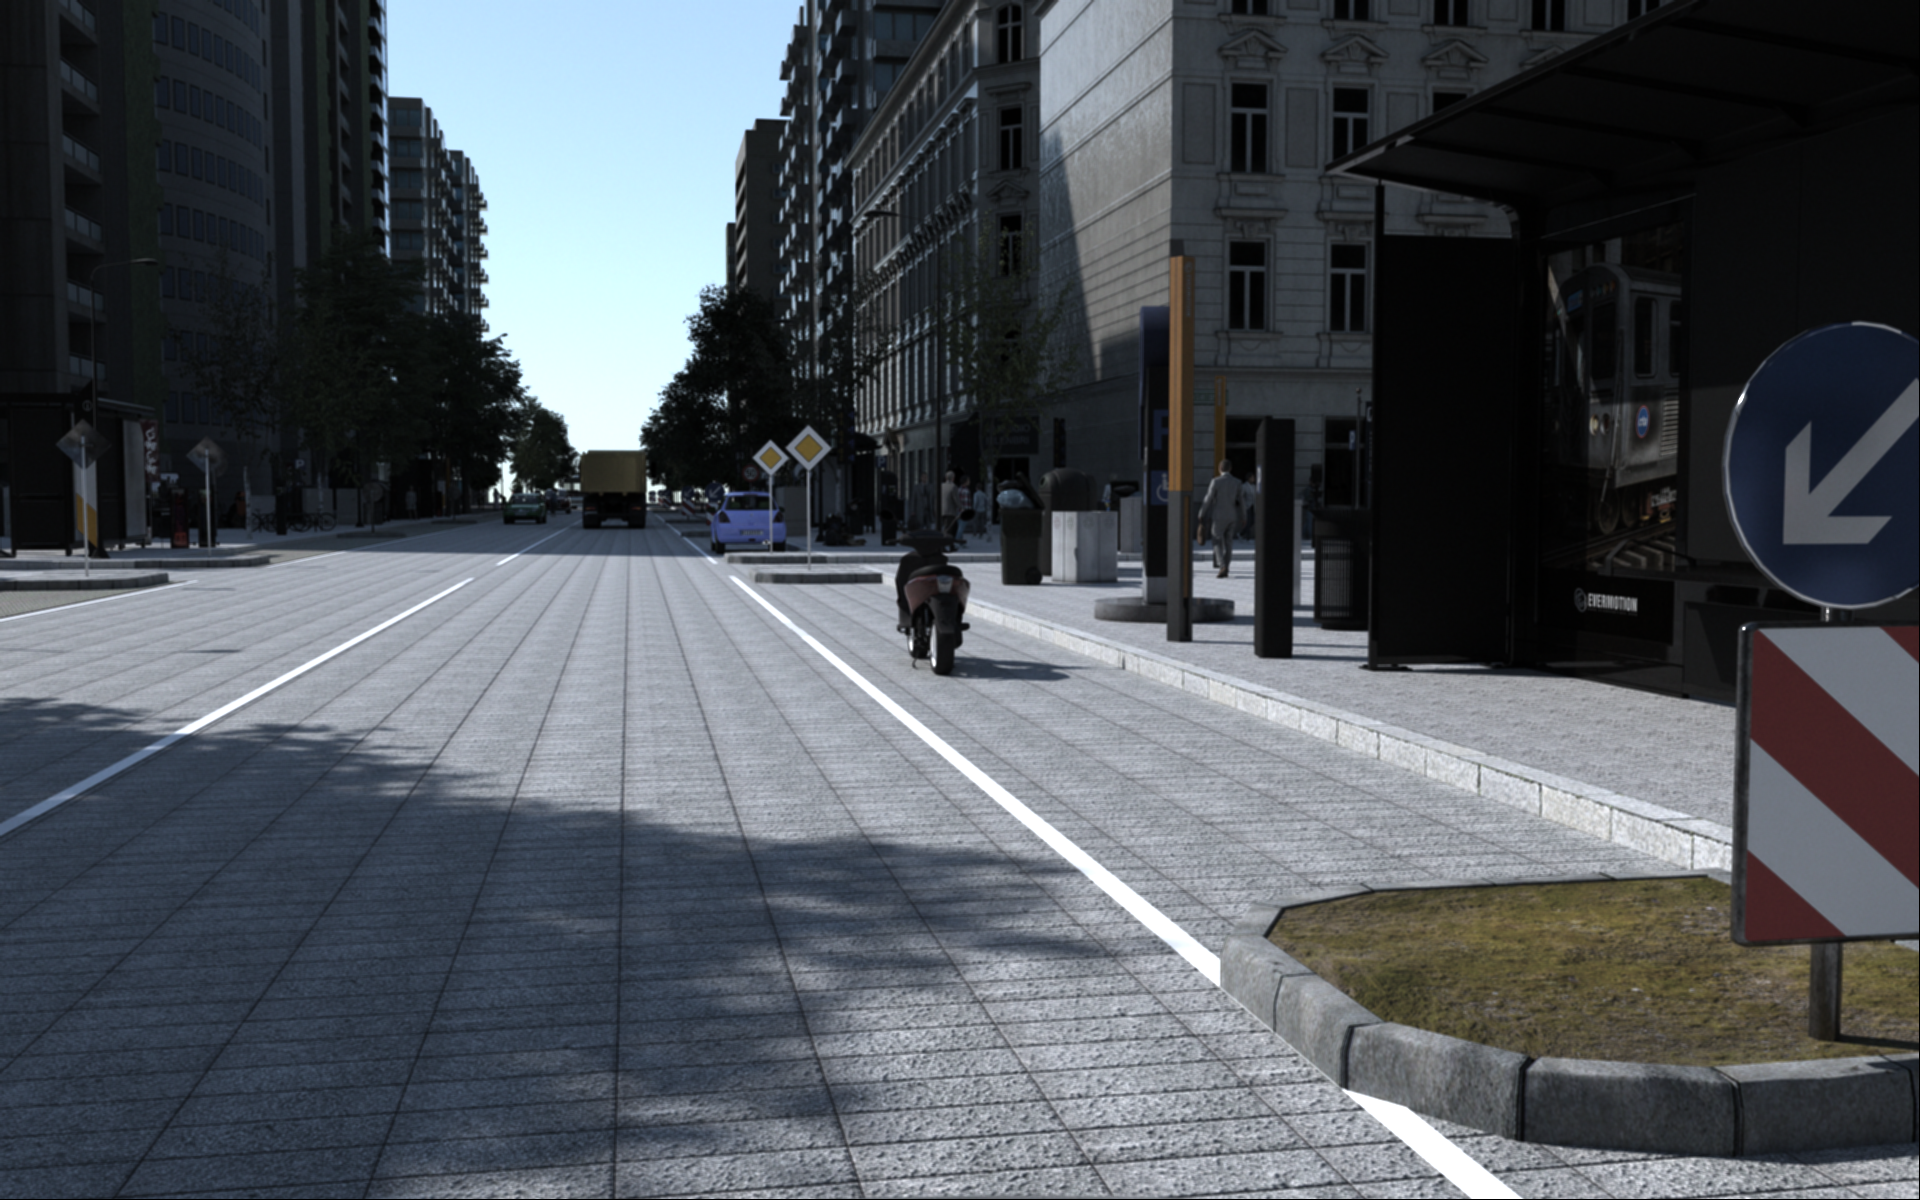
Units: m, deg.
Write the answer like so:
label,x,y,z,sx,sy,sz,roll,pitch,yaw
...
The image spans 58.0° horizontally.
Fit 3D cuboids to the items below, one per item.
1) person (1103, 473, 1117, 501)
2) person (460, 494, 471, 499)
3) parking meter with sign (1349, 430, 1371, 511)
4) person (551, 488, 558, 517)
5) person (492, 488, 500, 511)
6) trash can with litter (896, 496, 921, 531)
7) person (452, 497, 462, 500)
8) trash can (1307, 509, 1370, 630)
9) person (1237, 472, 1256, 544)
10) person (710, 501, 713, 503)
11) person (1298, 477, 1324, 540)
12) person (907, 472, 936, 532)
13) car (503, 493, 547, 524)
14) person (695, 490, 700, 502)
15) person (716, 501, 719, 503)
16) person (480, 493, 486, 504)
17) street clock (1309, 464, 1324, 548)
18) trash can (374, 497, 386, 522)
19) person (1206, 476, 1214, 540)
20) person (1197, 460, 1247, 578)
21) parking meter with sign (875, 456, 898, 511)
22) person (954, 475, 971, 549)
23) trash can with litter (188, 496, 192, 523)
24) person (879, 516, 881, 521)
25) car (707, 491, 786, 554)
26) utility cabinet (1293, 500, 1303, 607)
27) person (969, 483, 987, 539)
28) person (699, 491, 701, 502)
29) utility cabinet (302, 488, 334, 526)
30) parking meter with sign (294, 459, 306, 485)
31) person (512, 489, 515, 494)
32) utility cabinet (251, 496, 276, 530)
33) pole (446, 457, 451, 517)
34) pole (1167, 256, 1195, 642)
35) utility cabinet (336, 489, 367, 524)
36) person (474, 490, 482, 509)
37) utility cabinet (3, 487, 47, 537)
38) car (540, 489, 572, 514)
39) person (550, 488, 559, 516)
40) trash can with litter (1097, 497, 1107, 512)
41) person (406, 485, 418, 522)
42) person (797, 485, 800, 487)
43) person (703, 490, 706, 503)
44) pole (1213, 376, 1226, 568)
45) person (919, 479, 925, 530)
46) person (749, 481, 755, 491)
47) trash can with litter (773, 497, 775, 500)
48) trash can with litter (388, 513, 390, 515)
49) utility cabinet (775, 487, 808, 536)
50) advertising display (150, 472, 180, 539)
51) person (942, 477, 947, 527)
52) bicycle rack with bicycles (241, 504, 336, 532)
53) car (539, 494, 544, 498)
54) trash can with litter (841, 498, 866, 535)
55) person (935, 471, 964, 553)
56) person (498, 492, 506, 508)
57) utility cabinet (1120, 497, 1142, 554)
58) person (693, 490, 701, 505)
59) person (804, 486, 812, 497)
label,x,y,z,sx,sy,sz,roll,pitch,yaw
person,4.166,-2.493,46.674,0.514,1.842,0.818,-3,4,-38
person,-34.621,-6.999,121.415,0.756,1.711,0.436,1,4,13
parking meter with sign,11.561,-3.127,47.381,1.738,3.016,0.543,0,4,-5
person,-25.368,-6.085,108.332,0.444,1.785,0.601,-1,4,-14
person,-35.706,-7.735,133.176,0.621,1.740,0.551,-2,4,-24
trash can with litter,-1.829,-3.067,61.206,1.678,1.210,2.233,2,4,28
person,-46.334,-9.354,159.535,0.990,1.755,0.434,0,4,6
trash can,3.678,-0.295,16.469,0.748,1.137,0.748,0,3,0
person,7.391,-2.377,44.748,0.661,1.843,0.795,-3,4,-37
person,-31.484,-12.984,218.994,0.551,1.740,0.621,-2,4,-24
person,9.714,-2.543,47.967,0.721,1.781,0.623,1,4,9
person,-0.883,-2.164,41.533,0.694,1.812,0.767,-1,4,-19
car,-21.074,-4.596,83.937,1.959,1.807,4.718,-1,4,-9
person,-33.903,-13.189,222.205,1.217,1.766,0.721,1,4,15
person,-36.266,-15.442,258.604,1.350,1.814,0.705,1,4,18
person,-57.531,-12.333,208.619,0.756,1.711,0.436,0,4,7
street clock,8.469,-2.238,41.158,0.358,2.002,0.471,0,4,6
trash can,-25.094,-3.848,74.564,0.748,1.137,0.748,0,3,0
person,6.821,-2.464,46.678,0.374,1.781,0.599,-2,4,-35
person,4.051,-1.257,26.713,0.709,1.813,0.853,-1,4,-16
parking meter with sign,-3.150,-4.998,77.978,0.543,3.016,1.738,-2,4,-32
person,0.039,-2.080,40.892,0.643,1.720,0.563,-2,4,-29
trash can with litter,-33.860,-4.013,76.670,1.678,1.210,2.233,1,4,10
person,-3.329,-4.557,80.512,0.822,1.834,0.622,1,4,10
car,-5.268,-2.032,42.808,1.945,1.707,3.694,-1,4,-11
utility cabinet,3.617,-0.514,19.564,0.306,1.237,1.020,1,4,21
person,0.552,-2.556,49.652,0.589,1.601,0.330,-2,4,-33
person,-40.065,-15.797,265.131,0.742,1.727,0.445,-1,4,-18
utility cabinet,-25.429,-3.665,68.605,0.318,1.500,1.173,3,4,37
parking meter with sign,-33.133,-5.547,86.953,0.543,3.016,1.738,-1,4,-22
person,-42.803,-9.717,165.639,0.721,1.743,1.217,0,4,-5
utility cabinet,-25.242,-3.152,62.705,1.020,1.237,0.306,0,4,-7
pole,-28.426,-6.262,96.234,0.158,3.312,0.155,0,3,0
pole,1.914,-1.294,14.996,0.158,3.312,0.155,0,3,0
utility cabinet,-25.346,-3.883,72.165,1.173,1.500,0.318,-1,4,-15
person,-41.986,-8.871,151.089,0.705,1.824,1.348,-3,5,-41
utility cabinet,-27.528,-2.589,51.010,1.173,1.500,0.318,0,4,6
car,-29.570,-7.228,126.851,2.281,1.827,5.304,-1,4,-11
person,-26.264,-6.353,112.243,0.599,1.838,0.709,-2,4,-33
trash can with litter,3.042,-1.919,42.435,2.233,1.210,1.678,-2,4,-25
person,-25.624,-4.519,80.927,0.512,1.701,0.522,-1,4,-22
person,-7.354,-4.459,78.861,0.656,1.842,0.836,-2,4,-26
person,-37.771,-15.332,256.349,1.348,1.869,0.705,0,4,-4
pole,4.497,-2.211,29.988,0.158,3.312,0.155,0,3,0
person,-1.141,-2.987,54.885,0.555,1.821,0.388,1,4,21
person,-8.513,-3.977,71.244,0.466,1.800,0.511,2,4,34
trash can with litter,-8.792,-4.053,77.327,2.233,1.210,1.678,-1,4,-22
trash can with litter,-33.629,-5.583,102.672,0.624,1.170,1.055,-1,4,-15
utility cabinet,-5.072,-2.690,52.656,0.318,1.500,1.173,2,4,35
advertising display,-23.072,-2.754,50.248,0.123,1.923,0.974,2,4,29
person,-0.483,-2.932,54.074,0.679,1.850,0.850,3,5,44
bicycle rack with bicycles,-22.979,-2.797,59.112,2.925,0.926,2.852,-1,4,-13
car,-37.284,-8.772,152.224,1.959,1.807,4.718,-1,4,-12
trash can with litter,-3.433,-2.611,54.073,1.055,1.170,0.624,3,5,45
person,-0.197,-1.916,37.774,0.661,1.777,0.834,2,4,35
person,-38.327,-8.281,144.634,0.628,1.438,0.799,3,5,42
utility cabinet,3.717,-1.626,37.746,0.306,1.237,1.020,1,4,16
person,-29.767,-11.609,196.400,0.990,1.755,0.434,0,4,7
person,-7.252,-4.580,81.095,0.661,1.801,0.590,0,4,7
